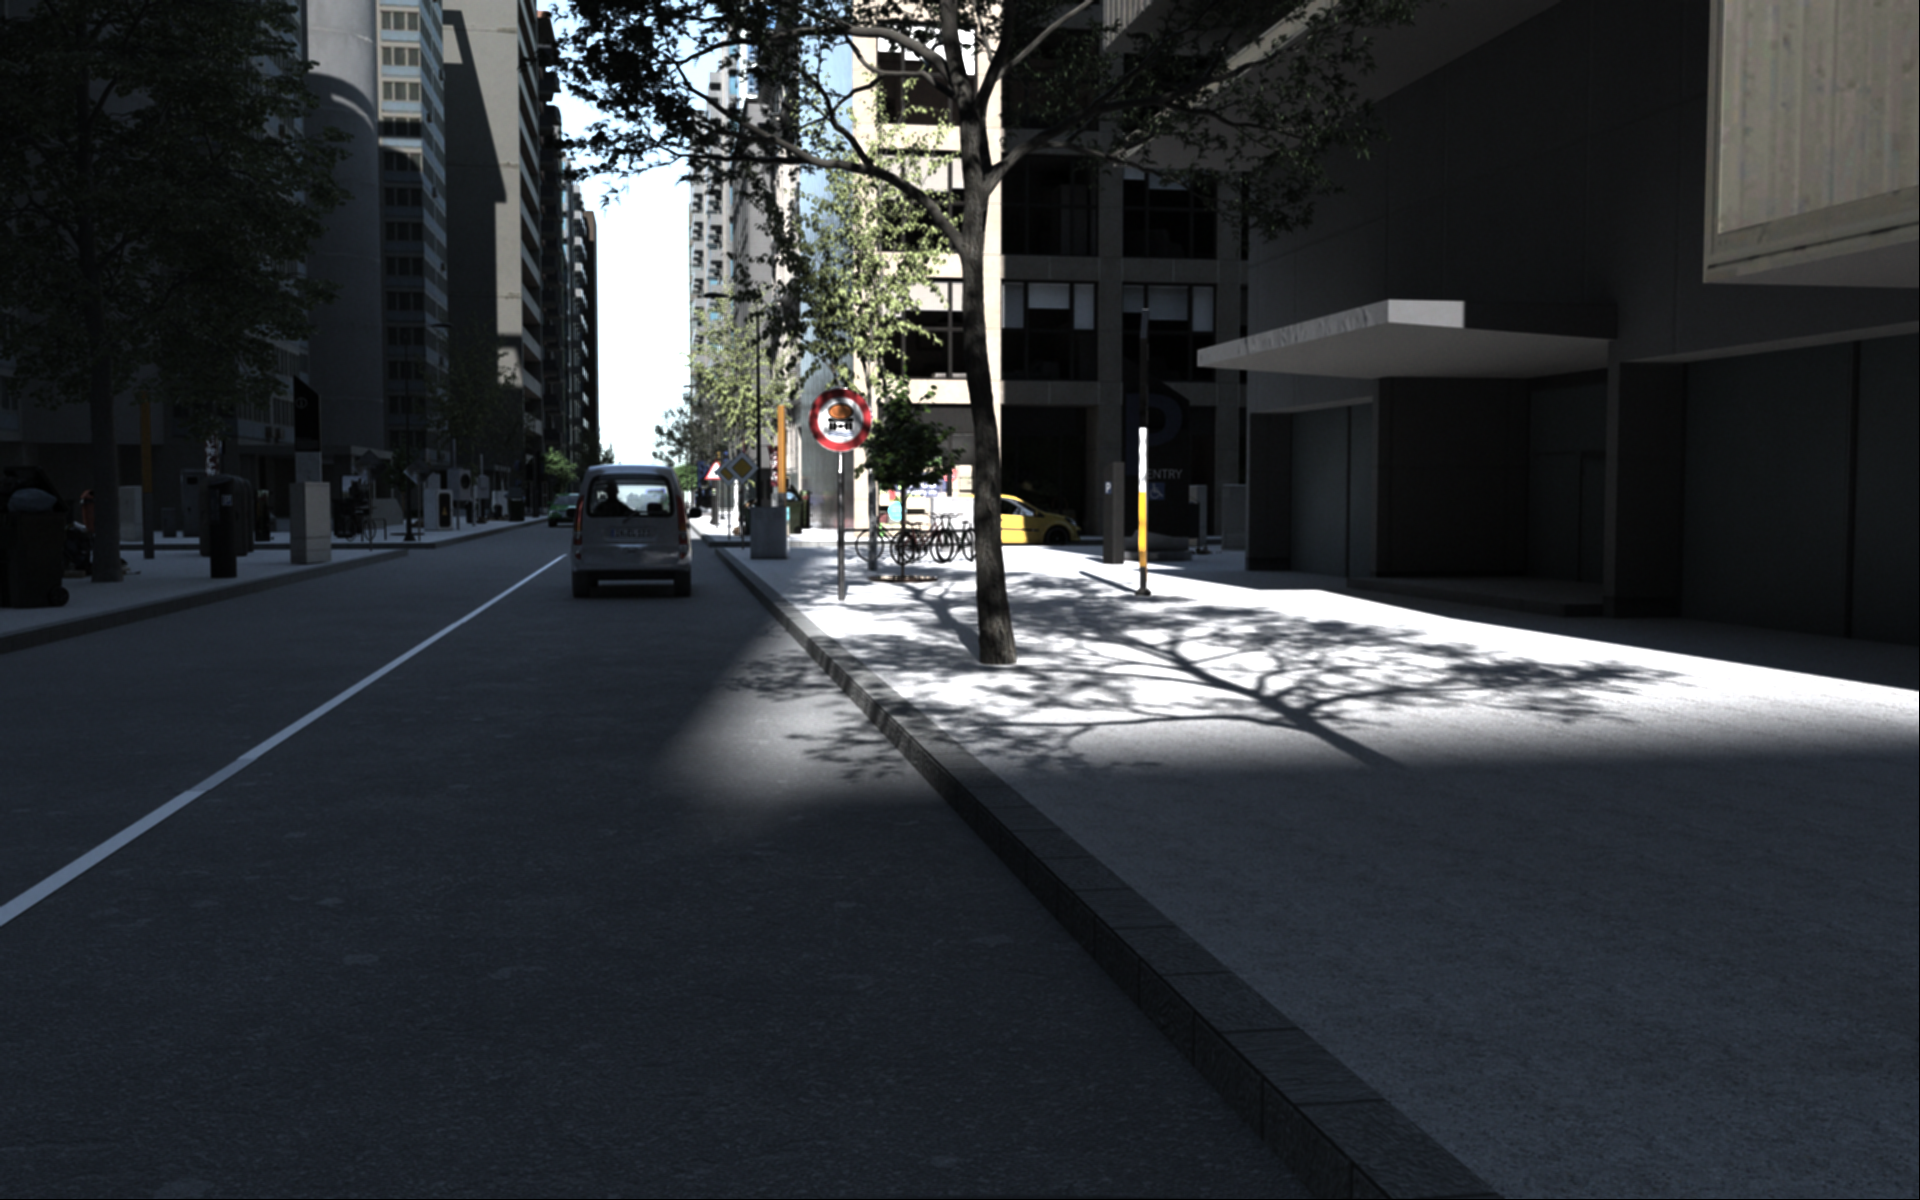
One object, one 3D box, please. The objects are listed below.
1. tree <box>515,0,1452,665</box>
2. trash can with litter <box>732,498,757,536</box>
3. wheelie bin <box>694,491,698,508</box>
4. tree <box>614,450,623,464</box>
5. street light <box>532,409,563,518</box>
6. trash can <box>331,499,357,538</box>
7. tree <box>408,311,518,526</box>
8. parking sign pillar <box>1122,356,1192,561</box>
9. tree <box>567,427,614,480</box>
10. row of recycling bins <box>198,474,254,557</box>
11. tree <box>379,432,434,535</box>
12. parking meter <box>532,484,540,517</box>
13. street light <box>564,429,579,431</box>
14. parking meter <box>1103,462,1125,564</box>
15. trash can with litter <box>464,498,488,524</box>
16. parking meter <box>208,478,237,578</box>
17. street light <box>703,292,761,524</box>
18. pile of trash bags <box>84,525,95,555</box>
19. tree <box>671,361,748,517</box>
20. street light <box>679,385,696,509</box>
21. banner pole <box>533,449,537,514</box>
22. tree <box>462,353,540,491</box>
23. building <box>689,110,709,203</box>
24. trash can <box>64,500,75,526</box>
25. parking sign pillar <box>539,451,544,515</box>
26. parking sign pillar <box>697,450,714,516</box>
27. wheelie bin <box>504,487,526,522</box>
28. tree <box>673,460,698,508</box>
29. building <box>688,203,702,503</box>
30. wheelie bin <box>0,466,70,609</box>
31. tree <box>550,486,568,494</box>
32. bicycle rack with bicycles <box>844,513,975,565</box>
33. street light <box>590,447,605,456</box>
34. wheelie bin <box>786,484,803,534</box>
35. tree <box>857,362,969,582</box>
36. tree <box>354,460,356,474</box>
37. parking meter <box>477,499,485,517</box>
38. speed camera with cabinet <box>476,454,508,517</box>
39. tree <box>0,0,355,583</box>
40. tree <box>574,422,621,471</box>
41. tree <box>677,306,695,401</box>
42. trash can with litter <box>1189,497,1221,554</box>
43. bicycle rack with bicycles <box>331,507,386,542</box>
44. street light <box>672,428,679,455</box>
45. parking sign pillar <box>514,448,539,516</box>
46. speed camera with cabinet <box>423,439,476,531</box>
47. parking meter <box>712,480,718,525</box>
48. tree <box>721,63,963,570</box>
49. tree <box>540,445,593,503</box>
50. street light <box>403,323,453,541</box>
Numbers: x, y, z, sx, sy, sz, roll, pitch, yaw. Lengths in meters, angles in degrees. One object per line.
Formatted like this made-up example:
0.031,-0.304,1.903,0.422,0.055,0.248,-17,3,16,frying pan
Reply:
-0.049,-4.800,12.897,7.601,10.594,8.767,0,4,6,tree
-6.638,-2.582,53.610,1.055,1.170,0.624,2,4,35,trash can with litter
-15.455,-5.820,103.058,0.693,1.594,0.980,-1,4,-13,wheelie bin
-55.638,-19.947,276.494,4.360,8.622,3.978,0,3,0,tree
-22.693,-7.469,94.657,1.470,5.913,1.316,-1,4,-10,street light
-18.058,-2.395,50.806,0.748,1.137,0.748,0,3,0,trash can
-19.579,-7.238,68.710,4.737,8.622,4.395,0,3,0,tree
3.797,-2.761,33.609,1.447,3.967,1.447,0,4,6,parking sign pillar
-41.057,-14.683,190.430,4.360,8.622,3.978,0,3,0,tree
-15.686,-1.827,36.991,1.069,1.692,3.534,-1,4,-19,row of recycling bins
-17.492,-3.649,54.267,1.663,3.219,1.824,0,3,0,tree
-24.085,-5.668,98.382,0.399,1.863,0.255,-1,4,-19,parking meter
-27.646,-9.182,122.670,1.470,5.913,1.316,-1,4,-10,street light
2.815,-1.592,31.739,0.255,1.863,0.399,-2,4,-27,parking meter
-21.083,-3.925,75.559,1.055,1.170,0.624,1,4,16,trash can with litter
-11.321,-1.112,26.588,0.372,1.533,0.369,0,3,0,parking meter
-5.215,-4.136,40.161,1.470,5.913,1.316,-1,4,-10,street light
-19.254,-1.575,35.507,3.447,1.369,1.912,-3,5,-40,pile of trash bags
-13.599,-8.854,95.126,4.360,8.622,3.978,0,3,0,tree
-11.109,-6.197,73.863,1.470,5.913,1.316,-1,4,-10,street light
-23.581,-6.490,96.124,0.401,3.779,0.863,0,4,0,banner pole
-23.696,-8.525,89.744,4.360,8.622,3.978,0,3,0,tree
-30.907,-44.339,266.940,21.231,58.520,28.212,-1,4,-10,building
-23.461,-2.052,45.197,0.748,1.137,0.748,0,3,0,trash can
-26.486,-7.309,107.966,1.447,3.967,1.447,3,4,39,parking sign pillar
-14.826,-6.891,101.145,1.447,3.967,1.447,-3,4,-38,parking sign pillar
-21.151,-4.573,82.675,0.980,1.594,0.693,3,4,39,wheelie bin
-27.630,-11.573,172.933,4.285,4.588,4.351,0,3,0,tree
-31.354,-34.396,245.966,14.154,41.232,14.086,-1,4,-10,building
-10.568,-0.716,19.617,0.980,1.594,0.693,2,4,26,wheelie bin
-31.513,-8.621,135.554,1.663,3.219,1.824,0,3,0,tree
-0.805,-1.185,32.763,2.925,0.926,2.852,-3,5,-39,bicycle rack with bicycles
-35.875,-12.084,170.118,1.470,5.913,1.316,-1,4,-10,street light
-5.403,-2.913,55.543,0.693,1.594,0.980,-1,4,-11,wheelie bin
-0.844,-1.883,25.395,1.663,3.219,1.824,0,3,0,tree
-30.010,-5.609,86.315,1.663,3.219,1.824,0,3,0,tree
-25.095,-5.036,90.745,0.372,1.533,0.369,0,3,0,parking meter
-23.271,-5.631,86.410,2.038,3.252,0.660,-3,5,-41,speed camera with cabinet
-12.901,-6.545,25.139,7.486,12.596,7.792,0,3,0,tree
-37.782,-13.979,178.919,4.737,8.622,4.395,0,3,0,tree
-7.445,-6.660,59.246,4.737,8.622,4.395,0,3,0,tree
4.484,-1.597,37.170,2.233,1.210,1.678,1,4,9,trash can with litter
-17.062,-2.072,47.267,2.852,0.926,2.925,0,4,3,bicycle rack with bicycles
-19.351,-9.111,121.502,1.470,5.913,1.316,-1,4,-10,street light
-25.318,-6.808,99.786,1.447,3.967,1.447,0,4,-3,parking sign pillar
-18.114,-4.089,61.195,0.660,3.252,2.038,1,4,20,speed camera with cabinet
-10.112,-4.023,71.492,0.255,1.863,0.399,0,4,-6,parking meter
-1.685,-4.799,28.828,4.737,8.622,4.395,0,3,0,tree
-27.425,-8.103,116.198,4.285,4.588,4.351,0,3,0,tree
-14.456,-4.559,47.083,1.470,5.913,1.316,-1,4,-10,street light
